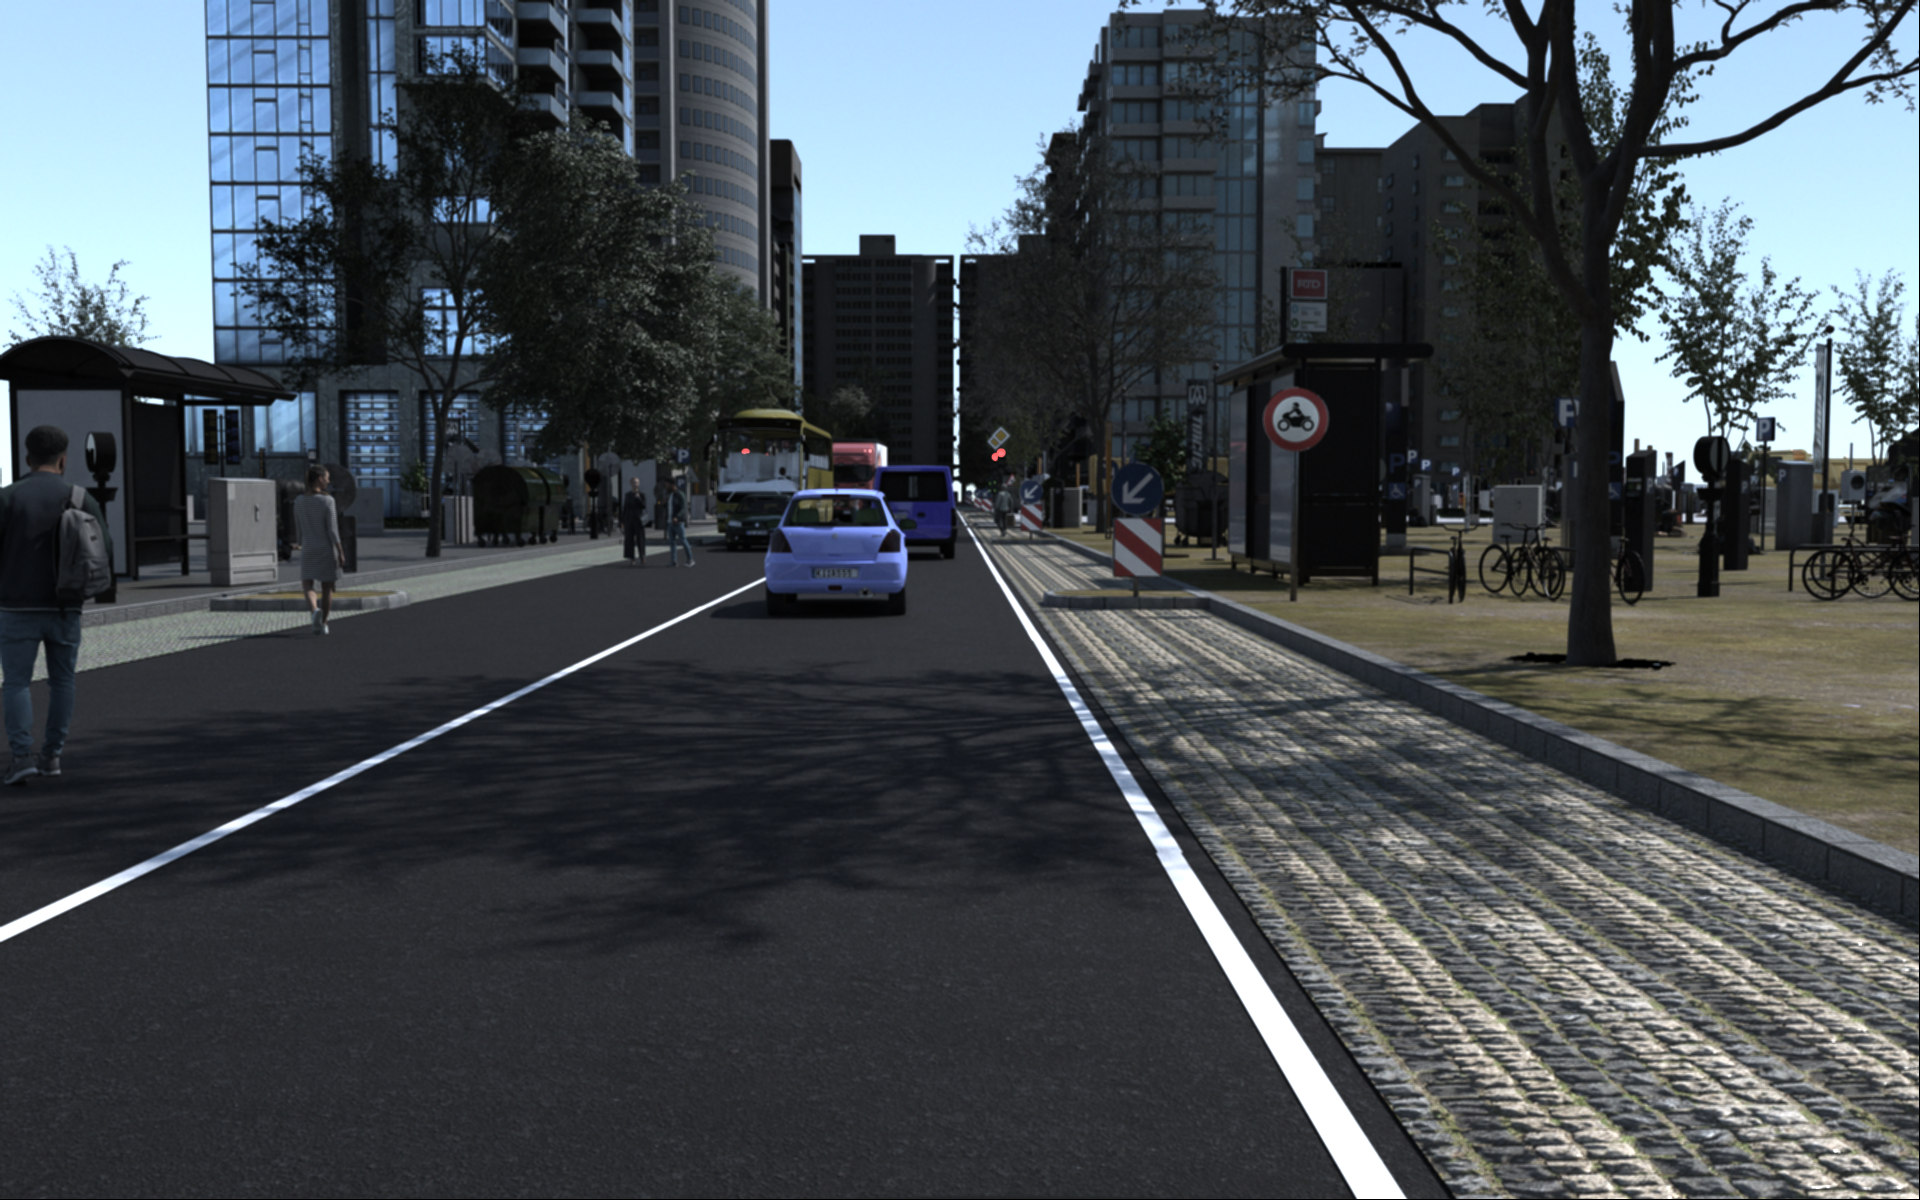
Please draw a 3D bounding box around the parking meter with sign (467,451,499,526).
[{"bbox_3d":[-19.602,-4.518,70.134,1.738,3.016,0.543,-2,4,-31],"label":"parking meter with sign"}]

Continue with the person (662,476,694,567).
[{"bbox_3d":[-5.615,-1.550,34.190,0.623,1.781,0.721,2,4,31],"label":"person"}]

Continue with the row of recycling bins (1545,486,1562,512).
[{"bbox_3d":[31.563,-5.157,91.434,1.069,1.692,3.534,-3,5,-44],"label":"row of recycling bins"}]

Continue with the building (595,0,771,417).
[{"bbox_3d":[-30.395,-38.335,168.781,21.231,58.520,28.212,0,4,0],"label":"building"}]

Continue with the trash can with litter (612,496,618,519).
[{"bbox_3d":[-18.045,-4.859,90.835,0.624,1.170,1.055,-2,4,-34],"label":"trash can with litter"}]

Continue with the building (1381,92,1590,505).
[{"bbox_3d":[64.571,-35.987,212.083,21.600,48.544,21.300,0,4,0],"label":"building"}]

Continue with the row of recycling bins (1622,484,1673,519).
[{"bbox_3d":[27.001,-3.738,68.221,3.534,1.692,1.069,-3,5,-40],"label":"row of recycling bins"}]

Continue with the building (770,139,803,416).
[{"bbox_3d":[-27.200,-34.530,214.683,14.200,45.320,14.600,0,4,0],"label":"building"}]

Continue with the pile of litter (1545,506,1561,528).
[{"bbox_3d":[22.526,-3.158,65.595,1.176,0.858,1.719,3,4,36],"label":"pile of litter"}]

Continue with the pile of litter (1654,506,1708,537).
[{"bbox_3d":[21.011,-2.286,51.342,1.176,0.858,1.719,-3,5,-40],"label":"pile of litter"}]

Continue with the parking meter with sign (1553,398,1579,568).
[{"bbox_3d":[10.858,-2.098,30.560,0.543,3.016,1.738,1,4,11],"label":"parking meter with sign"}]

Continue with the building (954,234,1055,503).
[{"bbox_3d":[11.481,-34.862,261.868,23.993,40.220,32.217,0,4,0],"label":"building"}]

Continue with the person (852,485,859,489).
[{"bbox_3d":[-3.539,-3.098,59.743,0.643,1.750,0.593,0,4,2],"label":"person"}]

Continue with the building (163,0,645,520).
[{"bbox_3d":[-30.414,-48.154,99.993,22.319,86.520,31.000,0,4,0],"label":"building"}]

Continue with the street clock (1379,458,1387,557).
[{"bbox_3d":[8.412,-1.867,35.093,0.471,2.002,0.358,-3,5,-42],"label":"street clock"}]

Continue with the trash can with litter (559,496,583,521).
[{"bbox_3d":[-19.014,-4.358,82.303,2.233,1.210,1.678,0,4,6],"label":"trash can with litter"}]

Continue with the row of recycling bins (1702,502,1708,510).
[{"bbox_3d":[61.034,-8.263,142.212,1.069,1.692,3.534,3,4,39],"label":"row of recycling bins"}]

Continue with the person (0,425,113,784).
[{"bbox_3d":[-4.640,0.005,8.764,0.721,1.781,0.623,3,5,40],"label":"person"}]

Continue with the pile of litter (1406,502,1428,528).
[{"bbox_3d":[17.302,-3.230,66.780,1.719,0.858,1.176,0,4,-6],"label":"pile of litter"}]

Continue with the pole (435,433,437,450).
[{"bbox_3d":[-17.328,-3.896,57.547,0.158,3.312,0.155,0,3,0],"label":"pole"}]

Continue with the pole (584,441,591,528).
[{"bbox_3d":[-14.040,-4.368,65.252,0.158,3.312,0.155,0,3,0],"label":"pole"}]

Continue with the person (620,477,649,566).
[{"bbox_3d":[-6.556,-1.588,34.880,0.576,1.772,0.534,0,4,-7],"label":"person"}]

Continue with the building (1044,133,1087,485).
[{"bbox_3d":[21.386,-33.809,207.402,22.147,44.769,28.867,0,4,0],"label":"building"}]

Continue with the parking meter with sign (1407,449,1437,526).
[{"bbox_3d":[18.255,-4.411,68.374,0.543,3.016,1.738,3,5,43],"label":"parking meter with sign"}]

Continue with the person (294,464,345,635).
[{"bbox_3d":[-6.490,-0.509,17.567,0.466,1.731,0.760,-2,4,-27],"label":"person"}]

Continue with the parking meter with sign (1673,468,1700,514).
[{"bbox_3d":[47.938,-7.210,114.151,1.738,3.016,0.543,-1,4,-12],"label":"parking meter with sign"}]

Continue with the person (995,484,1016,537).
[{"bbox_3d":[1.539,-2.998,58.010,0.782,1.767,0.515,-3,5,-42],"label":"person"}]

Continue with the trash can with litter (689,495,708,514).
[{"bbox_3d":[-18.963,-7.045,126.241,2.233,1.210,1.678,-3,5,-43],"label":"trash can with litter"}]

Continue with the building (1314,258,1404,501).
[{"bbox_3d":[46.497,-27.184,216.163,14.107,30.474,14.160,0,4,0],"label":"building"}]

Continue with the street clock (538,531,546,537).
[{"bbox_3d":[-12.417,-2.864,51.398,0.358,2.002,0.471,-1,4,-23],"label":"street clock"}]

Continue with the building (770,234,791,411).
[{"bbox_3d":[-26.247,-25.632,190.790,14.160,30.474,14.107,0,4,0],"label":"building"}]

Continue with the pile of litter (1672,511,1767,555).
[{"bbox_3d":[16.262,-1.405,36.935,1.719,0.858,1.176,2,4,31],"label":"pile of litter"}]

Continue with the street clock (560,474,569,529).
[{"bbox_3d":[-14.593,-3.627,63.877,0.358,2.002,0.471,-2,4,-30],"label":"street clock"}]

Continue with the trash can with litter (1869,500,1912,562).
[{"bbox_3d":[17.800,-1.304,32.711,1.055,1.170,0.624,-1,4,-16],"label":"trash can with litter"}]

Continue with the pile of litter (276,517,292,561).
[{"bbox_3d":[-13.521,-1.189,33.401,1.176,0.858,1.719,0,4,7],"label":"pile of litter"}]

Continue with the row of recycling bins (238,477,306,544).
[{"bbox_3d":[-17.749,-2.288,44.524,1.069,1.692,3.534,0,4,3],"label":"row of recycling bins"}]

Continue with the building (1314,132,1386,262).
[{"bbox_3d":[60.128,-41.062,260.600,27.495,52.752,28.713,0,4,0],"label":"building"}]

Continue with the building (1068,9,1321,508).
[{"bbox_3d":[23.559,-34.092,177.012,23.786,49.044,30.456,0,4,0],"label":"building"}]

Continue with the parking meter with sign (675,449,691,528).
[{"bbox_3d":[-10.650,-4.279,66.222,0.543,3.016,1.738,0,4,-3],"label":"parking meter with sign"}]

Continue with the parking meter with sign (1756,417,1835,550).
[{"bbox_3d":[19.092,-2.647,39.545,1.738,3.016,0.543,-1,4,-12],"label":"parking meter with sign"}]

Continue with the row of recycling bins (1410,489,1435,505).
[{"bbox_3d":[34.653,-7.620,131.695,1.069,1.692,3.534,-2,4,-33],"label":"row of recycling bins"}]

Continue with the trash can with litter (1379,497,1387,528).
[{"bbox_3d":[16.023,-3.258,64.650,1.055,1.170,0.624,-3,5,-43],"label":"trash can with litter"}]

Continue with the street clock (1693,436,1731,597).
[{"bbox_3d":[9.361,-1.042,21.604,0.471,2.002,0.358,-3,4,-36],"label":"street clock"}]

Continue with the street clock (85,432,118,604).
[{"bbox_3d":[-10.056,-0.963,20.316,0.358,2.002,0.471,-3,5,-40],"label":"street clock"}]

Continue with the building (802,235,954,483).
[{"bbox_3d":[-12.515,-34.886,262.265,23.993,40.220,32.217,0,4,0],"label":"building"}]

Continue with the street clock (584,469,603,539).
[{"bbox_3d":[-10.433,-2.738,49.335,0.471,2.002,0.358,0,4,4],"label":"street clock"}]

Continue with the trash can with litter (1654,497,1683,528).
[{"bbox_3d":[25.837,-3.175,63.297,1.055,1.170,0.624,0,4,-7],"label":"trash can with litter"}]

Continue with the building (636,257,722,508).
[{"bbox_3d":[-34.891,-18.030,139.823,27.650,21.520,28.899,0,4,0],"label":"building"}]

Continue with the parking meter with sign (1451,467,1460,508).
[{"bbox_3d":[32.114,-7.102,112.378,0.543,3.016,1.738,1,4,19],"label":"parking meter with sign"}]

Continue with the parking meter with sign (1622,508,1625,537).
[{"bbox_3d":[19.053,-3.414,52.081,1.738,3.016,0.543,1,4,15],"label":"parking meter with sign"}]
